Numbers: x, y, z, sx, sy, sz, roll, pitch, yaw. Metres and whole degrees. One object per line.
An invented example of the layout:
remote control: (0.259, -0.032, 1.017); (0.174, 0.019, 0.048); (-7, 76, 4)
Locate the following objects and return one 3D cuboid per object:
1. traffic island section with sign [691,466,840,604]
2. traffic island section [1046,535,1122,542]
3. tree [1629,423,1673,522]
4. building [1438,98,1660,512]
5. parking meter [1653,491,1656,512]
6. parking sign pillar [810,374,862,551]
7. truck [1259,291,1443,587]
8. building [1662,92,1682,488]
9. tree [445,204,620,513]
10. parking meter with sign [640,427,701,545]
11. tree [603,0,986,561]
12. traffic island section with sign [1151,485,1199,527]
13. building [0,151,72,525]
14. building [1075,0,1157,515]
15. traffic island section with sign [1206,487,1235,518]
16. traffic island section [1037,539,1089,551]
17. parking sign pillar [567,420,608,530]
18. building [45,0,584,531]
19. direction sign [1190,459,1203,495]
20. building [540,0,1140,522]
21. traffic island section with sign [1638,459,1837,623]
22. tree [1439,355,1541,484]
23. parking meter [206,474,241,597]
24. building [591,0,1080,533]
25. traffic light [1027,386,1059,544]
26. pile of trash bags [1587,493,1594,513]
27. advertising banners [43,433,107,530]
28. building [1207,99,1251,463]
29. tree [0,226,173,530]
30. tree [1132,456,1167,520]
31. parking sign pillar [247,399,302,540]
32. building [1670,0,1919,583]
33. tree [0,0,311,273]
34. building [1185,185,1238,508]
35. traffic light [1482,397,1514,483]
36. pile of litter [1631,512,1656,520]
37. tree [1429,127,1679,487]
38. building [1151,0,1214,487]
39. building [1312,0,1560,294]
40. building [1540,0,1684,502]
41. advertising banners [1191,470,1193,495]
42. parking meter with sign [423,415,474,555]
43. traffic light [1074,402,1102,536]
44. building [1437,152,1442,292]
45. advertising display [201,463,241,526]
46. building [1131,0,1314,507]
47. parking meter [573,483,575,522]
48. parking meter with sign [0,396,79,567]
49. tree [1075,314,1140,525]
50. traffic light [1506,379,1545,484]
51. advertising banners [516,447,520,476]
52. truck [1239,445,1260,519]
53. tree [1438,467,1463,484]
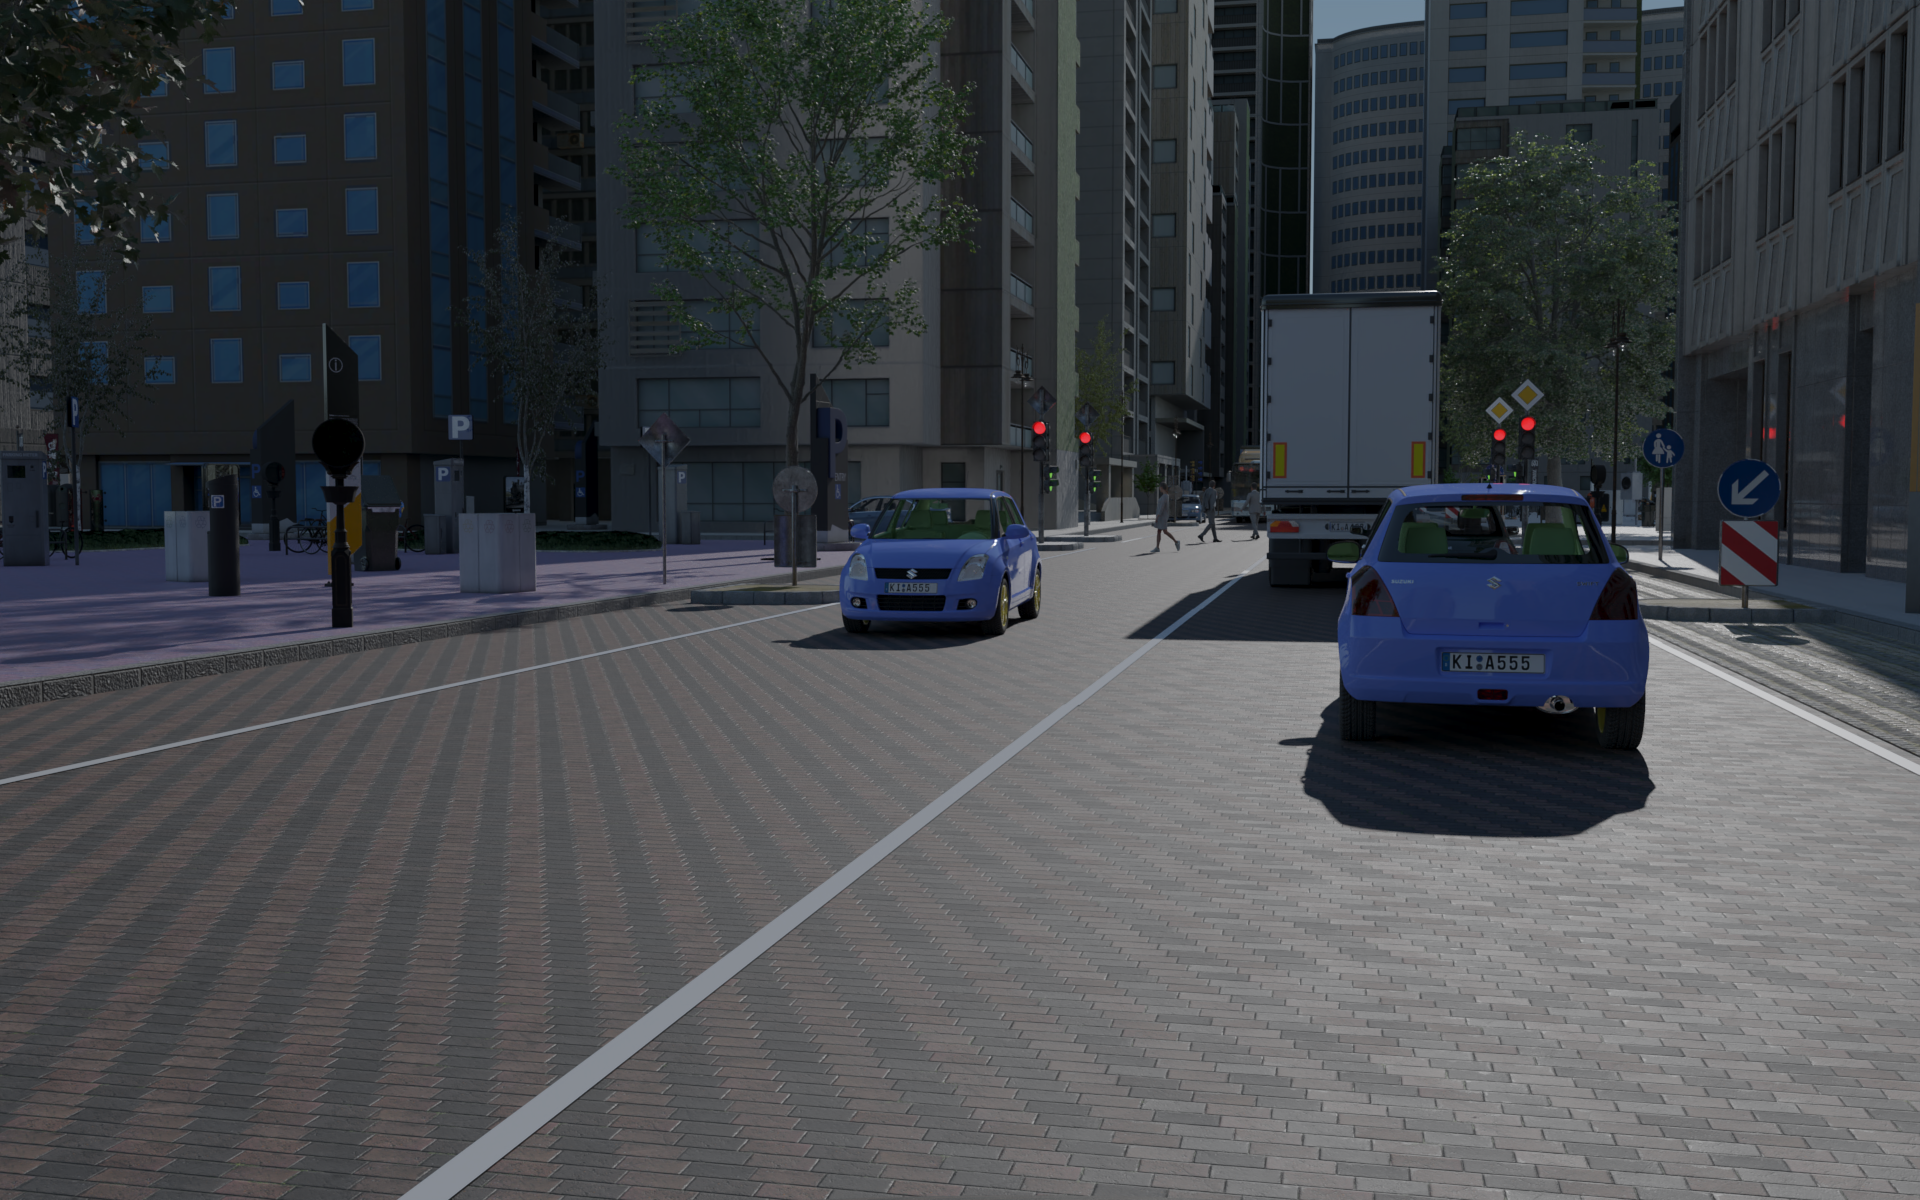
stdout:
traffic island section with sign: (-2.373, -0.910, 23.500); (1.989, 1.847, 2.006); (1, 4, 13)
traffic island section: (3.831, -1.868, 52.819); (2.009, 0.180, 2.903); (1, 4, 13)
tree: (32.684, -5.889, 79.994); (4.285, 4.588, 4.351); (0, 3, 0)
building: (44.232, -21.987, 131.182); (14.160, 30.474, 14.107); (1, 4, 13)
parking meter: (42.731, -5.985, 106.270); (0.372, 1.533, 0.369); (0, 3, 0)
parking sign pillar: (-2.968, -3.114, 39.389); (1.447, 3.967, 1.447); (1, 4, 17)
truck: (6.611, -2.491, 29.641); (2.839, 4.237, 11.283); (1, 4, 12)
building: (82.360, -32.449, 180.659); (14.200, 45.320, 14.600); (1, 4, 13)
tree: (-11.090, -5.797, 45.139); (4.360, 8.622, 3.978); (0, 3, 0)
parking meter with sign: (-7.379, -2.945, 44.409); (1.738, 3.016, 0.543); (3, 4, 36)
tree: (-3.117, -6.566, 33.109); (9.928, 11.665, 9.643); (0, 3, 0)
traffic island section with sign: (9.634, -4.196, 77.227); (1.989, 1.847, 2.006); (1, 4, 13)
building: (-51.753, -32.710, 76.810); (28.212, 58.520, 21.231); (1, 4, 13)
building: (4.463, -41.517, 117.058); (20.563, 71.187, 20.611); (1, 4, 13)
traffic island section with sign: (15.503, -5.805, 103.538); (1.989, 1.847, 2.006); (1, 4, 13)
traffic island section: (2.090, -1.391, 45.025); (2.009, 0.180, 2.903); (1, 4, 13)
parking sign pillar: (-13.447, -4.519, 62.364); (1.447, 3.967, 1.447); (0, 4, 8)
building: (-24.234, -25.464, 66.451); (14.200, 45.320, 14.600); (1, 4, 13)
direction sign: (15.362, -7.382, 112.697); (0.876, 3.537, 0.379); (-1, 4, -14)
building: (-7.464, -24.330, 89.670); (32.217, 40.220, 23.993); (1, 4, 13)
traffic island section with sign: (8.898, -0.707, 20.185); (1.989, 1.847, 2.006); (1, 4, 13)
tree: (25.931, -8.094, 82.704); (4.737, 8.622, 4.395); (0, 3, 0)
parking meter: (-9.282, -0.820, 21.816); (0.372, 1.533, 0.369); (0, 3, 0)
building: (-3.731, -23.092, 61.156); (14.154, 41.232, 14.086); (1, 4, 13)
traffic light: (2.127, -3.423, 44.882); (0.839, 4.253, 0.868); (1, 4, 13)
pile of trash bags: (37.753, -6.017, 108.131); (3.447, 1.369, 1.912); (0, 4, -2)
advertising banners: (-25.822, -3.324, 50.539); (0.090, 3.025, 2.074); (1, 4, 23)
building: (21.692, -30.088, 175.533); (14.154, 41.232, 14.086); (1, 4, 13)
tree: (-23.998, -5.923, 47.197); (4.360, 8.622, 3.978); (0, 3, 0)
tree: (9.419, -5.666, 87.239); (1.663, 3.219, 1.824); (0, 3, 0)
parking sign pillar: (-19.342, -3.688, 48.776); (1.447, 3.967, 1.447); (1, 4, 22)
building: (20.432, -12.907, 29.059); (12.078, 24.808, 19.932); (1, 4, 13)
tree: (-8.275, -5.602, 8.600); (9.611, 12.733, 9.660); (0, 3, 0)
building: (18.408, -23.882, 162.176); (14.160, 30.474, 14.107); (1, 4, 13)
traffic light: (15.546, -3.741, 50.093); (0.839, 4.253, 0.868); (1, 4, 13)
pile of litter: (33.648, -4.337, 84.870); (1.719, 0.858, 1.176); (-1, 4, -10)
tree: (20.461, -9.343, 59.421); (9.857, 13.997, 8.962); (0, 3, 0)
building: (6.429, -33.833, 142.405); (28.713, 52.752, 27.495); (1, 4, 13)
building: (57.978, -41.111, 214.157); (28.212, 58.520, 21.231); (1, 4, 13)
building: (85.707, -40.758, 208.390); (28.212, 58.520, 21.231); (1, 4, 13)
advertising banners: (14.601, -6.905, 109.091); (0.090, 3.025, 2.074); (0, 4, 8)
parking meter with sign: (-11.050, -2.514, 37.369); (0.543, 3.016, 1.738); (0, 4, 5)
traffic light: (3.868, -3.899, 52.676); (0.839, 4.253, 0.868); (1, 4, 13)
building: (47.042, -22.831, 144.984); (14.160, 30.474, 14.107); (1, 4, 13)
advertising display: (-15.496, -1.905, 36.364); (0.123, 1.923, 0.974); (1, 4, 19)
building: (33.663, -47.739, 218.788); (20.611, 71.187, 20.563); (1, 4, 13)
parking meter: (-17.628, -4.535, 79.851); (0.255, 1.863, 0.399); (1, 4, 12)
parking meter with sign: (-16.686, -2.116, 30.864); (1.738, 3.016, 0.543); (-1, 4, -16)
tree: (5.360, -7.422, 71.719); (4.737, 8.622, 4.395); (0, 3, 0)
traffic light: (13.805, -3.265, 42.299); (0.839, 4.253, 0.868); (1, 4, 13)
advertising banners: (-16.634, -4.184, 64.602); (0.090, 3.025, 2.074); (-2, 4, -25)
truck: (17.859, -6.915, 101.970); (2.839, 4.237, 11.283); (1, 4, 13)
tree: (31.466, -7.160, 111.667); (1.663, 3.219, 1.824); (0, 3, 0)
